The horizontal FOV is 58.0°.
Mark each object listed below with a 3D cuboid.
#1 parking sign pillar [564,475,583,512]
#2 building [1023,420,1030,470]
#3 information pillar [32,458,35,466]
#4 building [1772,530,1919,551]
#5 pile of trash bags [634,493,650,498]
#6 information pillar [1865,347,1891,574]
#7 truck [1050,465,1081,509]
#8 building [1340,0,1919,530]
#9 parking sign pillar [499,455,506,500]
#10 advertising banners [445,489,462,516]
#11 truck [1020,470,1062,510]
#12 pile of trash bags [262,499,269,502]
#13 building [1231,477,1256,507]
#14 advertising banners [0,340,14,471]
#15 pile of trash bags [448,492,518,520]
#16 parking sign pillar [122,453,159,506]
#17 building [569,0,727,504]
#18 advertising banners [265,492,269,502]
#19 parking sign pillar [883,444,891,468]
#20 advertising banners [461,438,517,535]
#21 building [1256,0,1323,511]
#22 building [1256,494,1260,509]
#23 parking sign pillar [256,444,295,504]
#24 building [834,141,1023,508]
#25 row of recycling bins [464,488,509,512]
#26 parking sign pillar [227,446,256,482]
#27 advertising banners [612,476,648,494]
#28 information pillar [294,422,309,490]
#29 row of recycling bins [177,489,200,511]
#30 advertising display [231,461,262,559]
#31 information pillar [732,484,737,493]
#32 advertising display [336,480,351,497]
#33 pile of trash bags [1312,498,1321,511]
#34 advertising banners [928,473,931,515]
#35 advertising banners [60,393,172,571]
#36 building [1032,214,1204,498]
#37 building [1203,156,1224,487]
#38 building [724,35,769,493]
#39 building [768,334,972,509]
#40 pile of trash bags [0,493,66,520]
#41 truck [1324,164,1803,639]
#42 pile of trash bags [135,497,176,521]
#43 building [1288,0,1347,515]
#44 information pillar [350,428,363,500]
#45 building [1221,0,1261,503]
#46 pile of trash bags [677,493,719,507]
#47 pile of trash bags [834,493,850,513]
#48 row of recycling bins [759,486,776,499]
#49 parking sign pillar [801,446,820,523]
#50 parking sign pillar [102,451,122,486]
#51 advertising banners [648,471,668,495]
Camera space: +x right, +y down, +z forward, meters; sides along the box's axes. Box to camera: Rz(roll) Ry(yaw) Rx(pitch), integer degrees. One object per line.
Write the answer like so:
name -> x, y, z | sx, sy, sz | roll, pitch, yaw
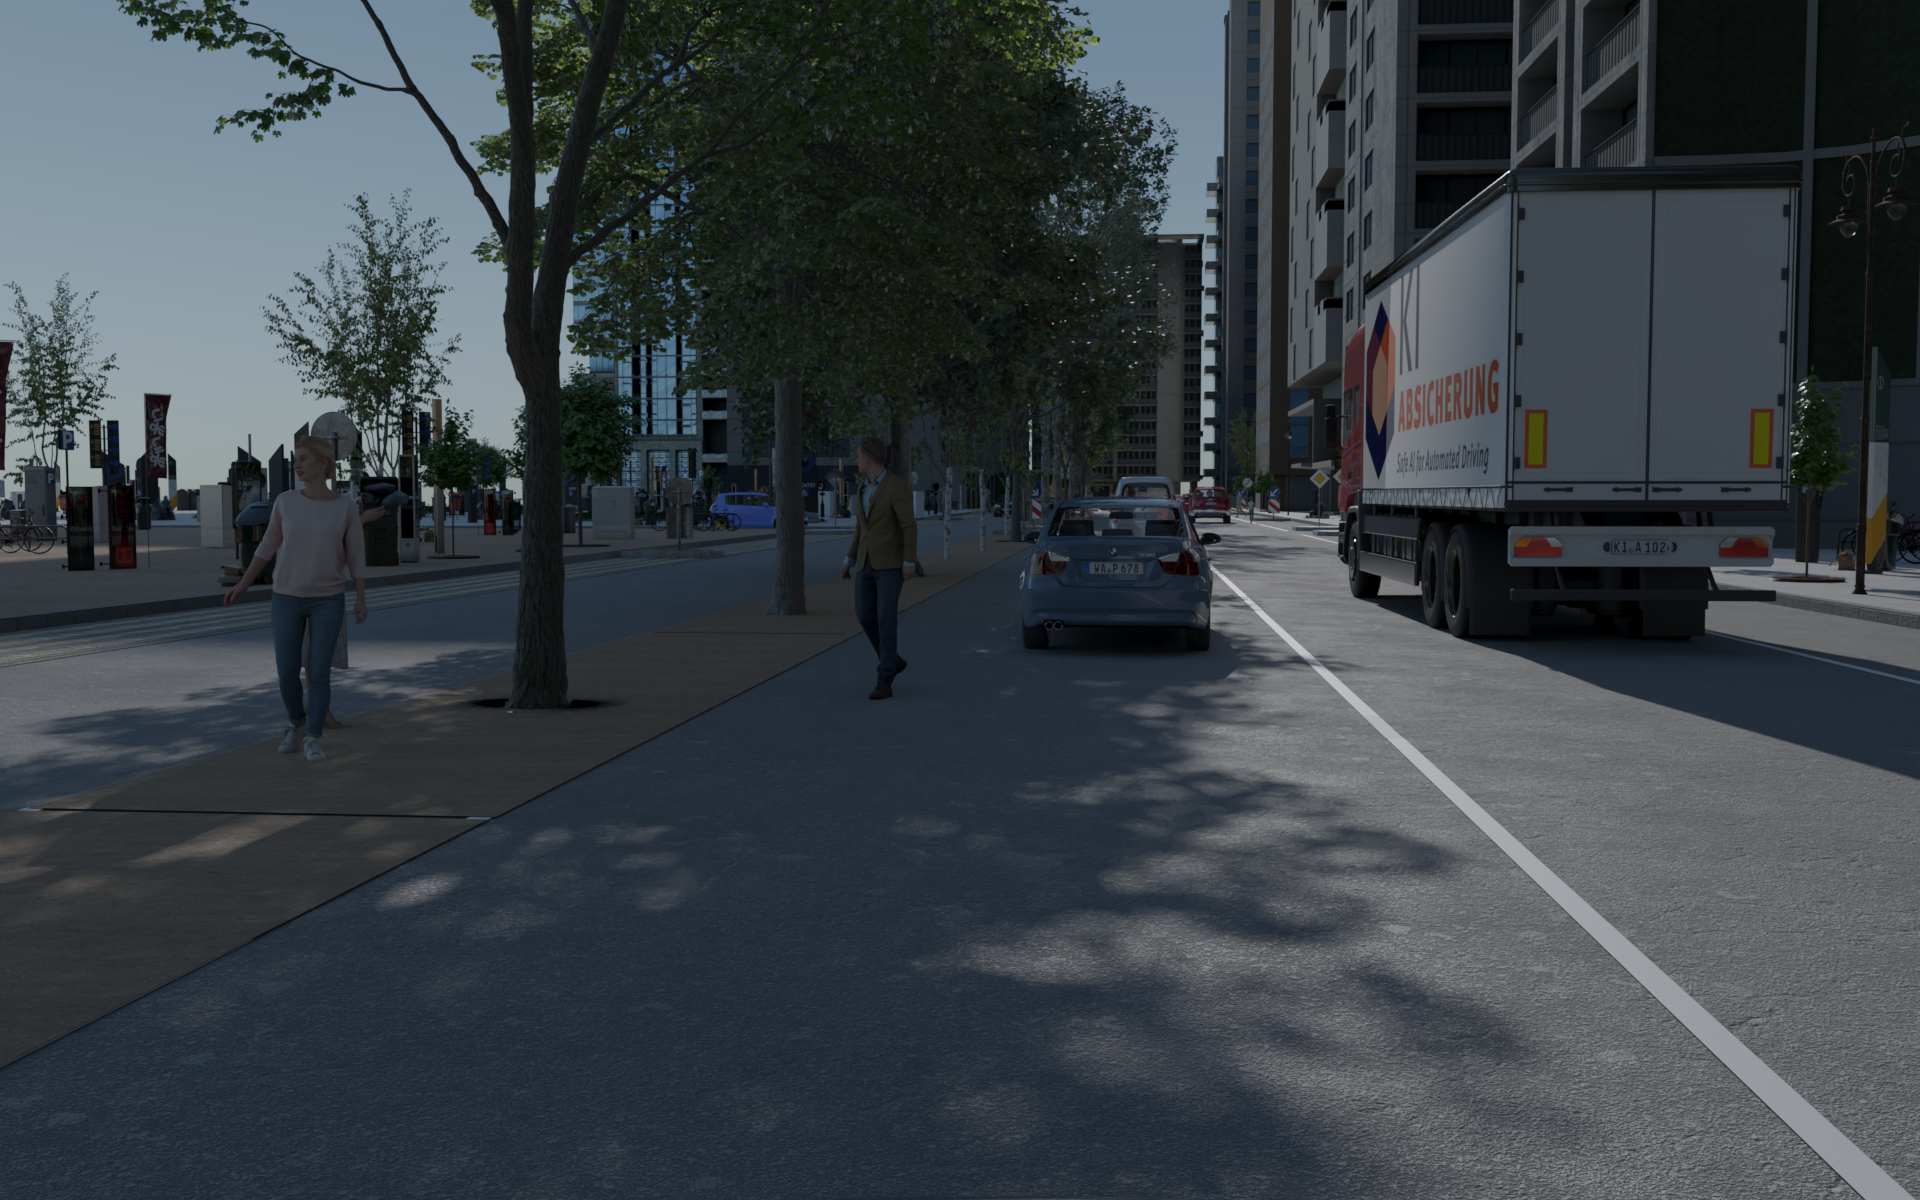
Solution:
parking sign pillar -> -27.984, -8.359, 125.149 | 1.447, 3.967, 1.447 | 2, 4, 30
building -> 2.152, -35.858, 236.393 | 14.200, 45.320, 14.600 | 0, 4, 6
information pillar -> -57.390, -7.092, 107.313 | 0.183, 3.616, 0.504 | -1, 4, -18
building -> 24.594, -36.993, 43.091 | 20.563, 71.187, 20.611 | 0, 4, 6
pile of trash bags -> -24.464, -7.618, 134.307 | 1.912, 1.369, 3.447 | -1, 4, -22
information pillar -> 14.757, -2.231, 27.840 | 0.504, 3.616, 0.183 | -3, 4, -36
truck -> 10.129, -10.890, 166.968 | 2.839, 4.237, 11.283 | 0, 4, 7
building -> 28.671, -38.992, 75.772 | 20.611, 71.187, 20.563 | 0, 4, 6
parking sign pillar -> -31.313, -7.956, 118.551 | 1.447, 3.967, 1.447 | -1, 4, -12
advertising banners -> -30.193, -6.530, 102.960 | 0.090, 3.025, 2.074 | 2, 4, 31
truck -> 6.605, -8.796, 139.739 | 3.469, 3.379, 9.791 | 0, 4, 7
pile of trash bags -> -55.395, -7.709, 135.799 | 1.912, 1.369, 3.447 | 0, 4, -1
building -> 44.194, -29.550, 175.022 | 32.217, 40.220, 23.993 | 0, 4, 6
advertising banners -> -11.627, -1.409, 19.229 | 2.074, 3.025, 0.090 | -2, 4, -33
pile of trash bags -> -23.726, -4.682, 86.300 | 3.447, 1.369, 1.912 | -2, 4, -32
parking sign pillar -> -42.238, -6.207, 89.949 | 1.447, 3.967, 1.447 | 1, 4, 12
building -> -41.418, -56.939, 243.626 | 31.000, 86.520, 22.319 | 0, 4, 6
advertising banners -> -48.665, -7.630, 120.932 | 2.074, 3.025, 0.090 | 2, 4, 25
parking sign pillar -> -4.113, -6.181, 89.527 | 1.447, 3.967, 1.447 | -1, 4, -18
advertising banners -> -14.664, -3.538, 54.031 | 2.074, 3.025, 0.090 | 2, 4, 29
building -> 30.589, -29.604, 134.134 | 14.600, 45.320, 14.200 | 0, 4, 6
building -> 33.975, -28.949, 156.912 | 14.154, 41.232, 14.086 | 0, 4, 6
parking sign pillar -> -36.634, -6.404, 93.171 | 1.447, 3.967, 1.447 | 3, 4, 37
building -> -3.102, -47.149, 209.142 | 20.611, 71.187, 20.563 | 0, 4, 6
row of recycling bins -> -33.487, -7.069, 122.698 | 3.534, 1.692, 1.069 | 1, 4, 10
parking sign pillar -> -39.924, -6.653, 97.242 | 1.447, 3.967, 1.447 | 0, 4, 3
advertising banners -> -19.102, -6.319, 99.506 | 2.074, 3.025, 0.090 | -2, 4, -27
information pillar -> -21.225, -3.951, 55.949 | 0.504, 3.616, 0.183 | 0, 4, 3
row of recycling bins -> -59.588, -7.810, 134.812 | 1.069, 1.692, 3.534 | 1, 4, 17
advertising display -> -14.160, -1.786, 34.409 | 0.123, 1.923, 0.974 | 0, 4, 5
information pillar -> -16.580, -7.506, 127.214 | 0.304, 2.012, 0.304 | 0, 3, 0
advertising display -> -28.918, -4.662, 81.431 | 0.974, 1.923, 0.123 | -3, 5, -43
pile of trash bags -> 27.000, -7.076, 125.447 | 1.912, 1.369, 3.447 | -1, 4, -21
advertising banners -> -1.874, -6.722, 106.092 | 0.090, 3.025, 2.074 | 0, 4, 2
advertising banners -> -14.324, -2.038, 29.502 | 0.090, 3.025, 2.074 | 2, 4, 31
building -> 22.005, -33.717, 243.153 | 23.993, 40.220, 32.217 | 0, 4, 6
building -> 48.721, -37.727, 236.445 | 30.456, 49.044, 23.786 | 0, 4, 6
building -> -8.666, -43.821, 154.721 | 20.563, 71.187, 20.611 | 0, 4, 6
building -> -7.017, -45.075, 175.231 | 20.563, 71.187, 20.611 | 0, 4, 6
pile of trash bags -> -46.426, -4.713, 86.804 | 3.447, 1.369, 1.912 | -1, 4, -20
truck -> 6.338, -1.928, 20.436 | 2.839, 4.237, 11.283 | 0, 4, 4
pile of trash bags -> -40.213, -4.593, 84.848 | 3.447, 1.369, 1.912 | 1, 4, 12
building -> 34.711, -31.518, 104.559 | 28.713, 52.752, 27.495 | 0, 4, 6
information pillar -> -19.509, -3.952, 55.976 | 0.183, 3.616, 0.504 | 2, 4, 26
building -> 41.109, -40.317, 201.188 | 21.231, 58.520, 28.212 | 0, 4, 6
pile of trash bags -> -20.210, -7.553, 133.246 | 3.447, 1.369, 1.912 | 0, 4, 2
pile of trash bags -> -8.371, -6.274, 112.327 | 1.912, 1.369, 3.447 | 3, 5, 39
row of recycling bins -> -8.729, -4.876, 86.829 | 3.534, 1.692, 1.069 | 3, 5, 39
parking sign pillar -> -6.924, -5.373, 76.326 | 1.447, 3.967, 1.447 | -2, 4, -28
parking sign pillar -> -52.964, -7.339, 108.460 | 1.447, 3.967, 1.447 | -3, 4, -38
advertising banners -> -23.294, -8.318, 132.191 | 2.074, 3.025, 0.090 | 1, 4, 9
